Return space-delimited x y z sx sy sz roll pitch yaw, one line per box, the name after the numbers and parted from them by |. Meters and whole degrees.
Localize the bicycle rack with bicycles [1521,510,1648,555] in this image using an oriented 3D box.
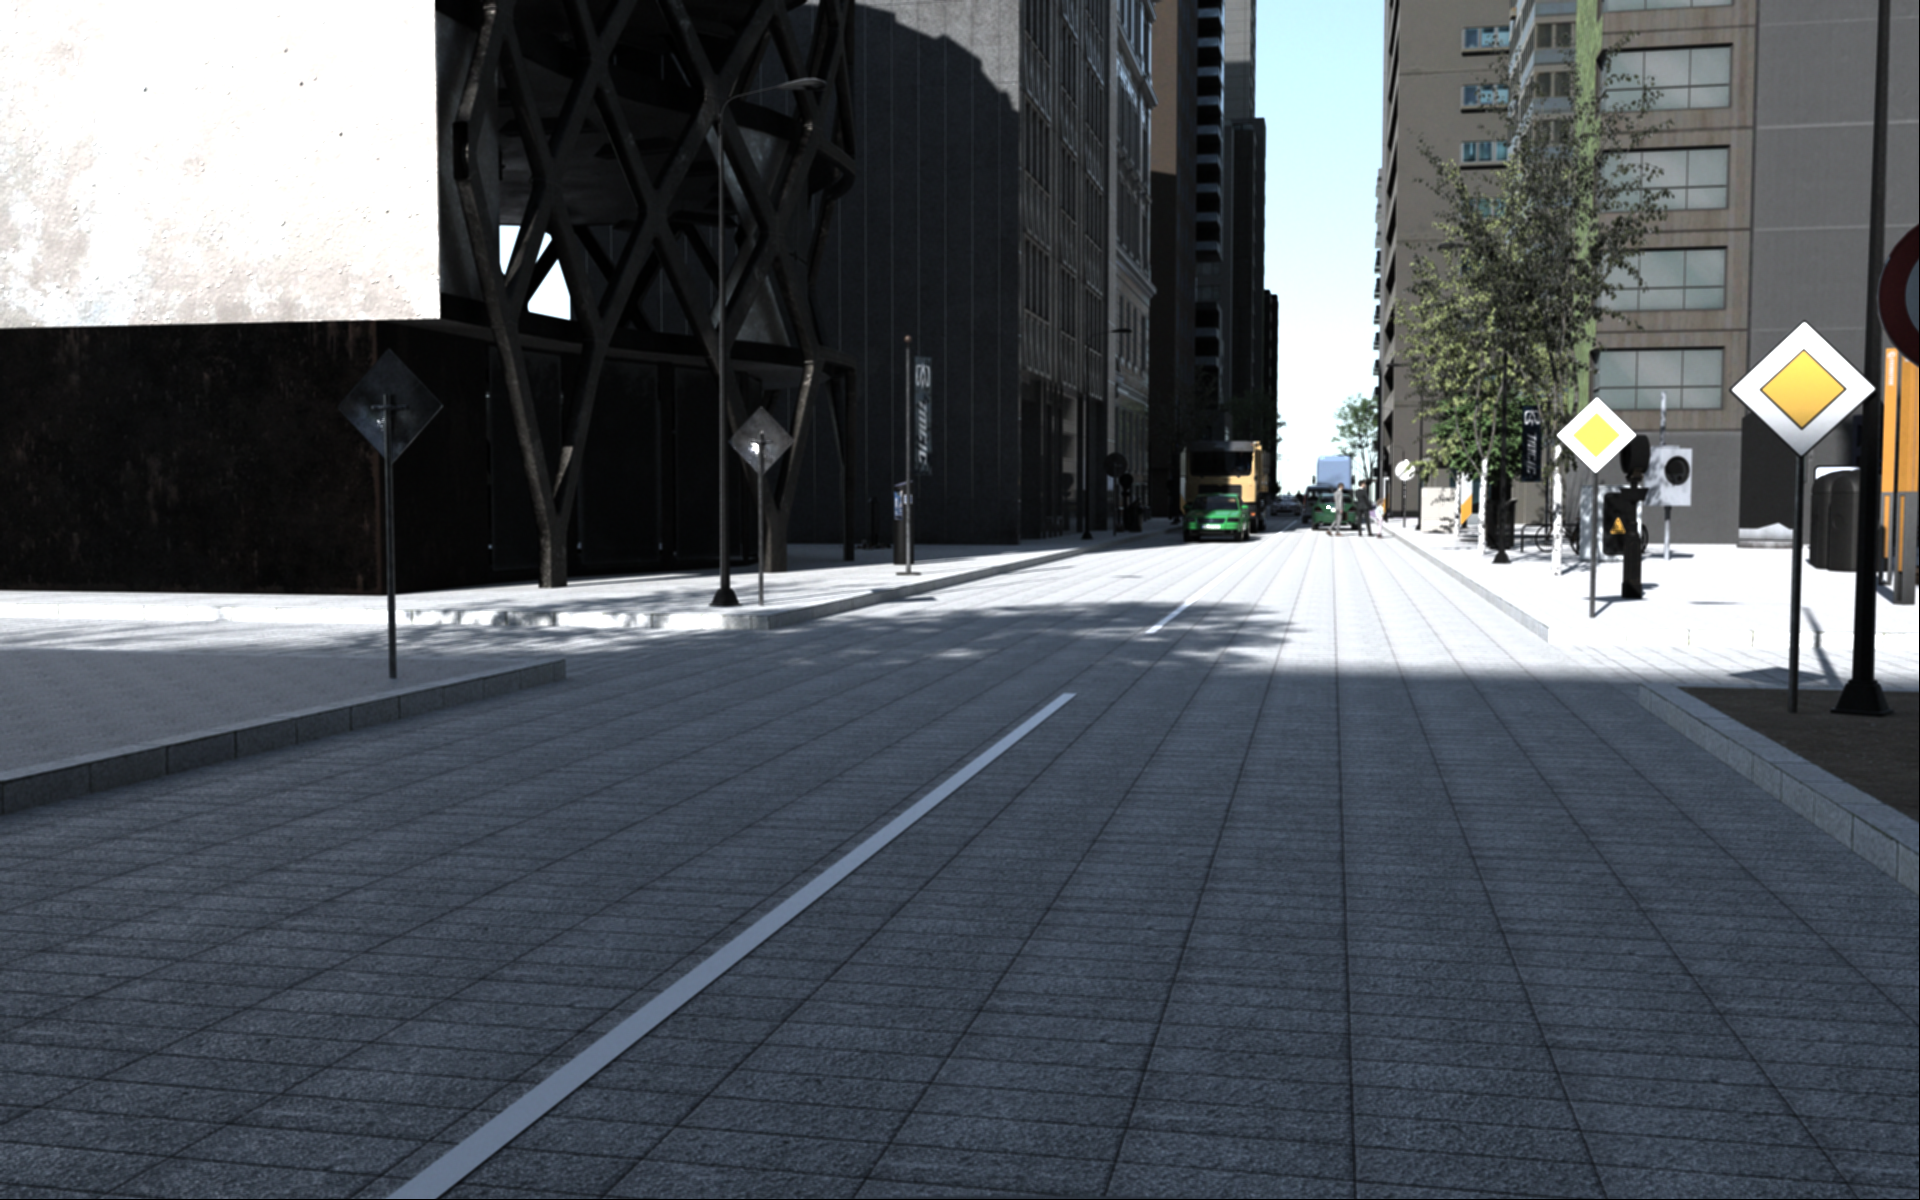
13.724 -1.480 37.588 2.925 0.926 2.852 -1 4 -20 | bicycle rack with bicycles

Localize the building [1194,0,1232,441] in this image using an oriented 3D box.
12.487 -51.037 147.120 22.319 86.520 31.000 1 4 12 | building

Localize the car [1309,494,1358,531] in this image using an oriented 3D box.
15.095 -3.541 69.686 2.131 1.459 4.920 1 4 12 | car

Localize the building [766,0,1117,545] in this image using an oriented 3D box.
-2.334 -14.416 53.718 12.078 24.808 19.932 1 4 12 | building

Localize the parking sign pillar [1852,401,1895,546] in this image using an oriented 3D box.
22.195 -3.286 42.204 1.447 3.967 1.447 1 4 9 | parking sign pillar

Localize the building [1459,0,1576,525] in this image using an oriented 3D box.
37.327 -23.465 75.529 32.217 40.220 23.993 1 4 12 | building

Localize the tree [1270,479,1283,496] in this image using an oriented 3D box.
40.537 -13.914 222.087 1.663 3.219 1.824 0 3 0 | tree

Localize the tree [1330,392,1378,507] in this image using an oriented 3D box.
41.273 -15.224 174.670 9.928 11.665 9.643 0 3 0 | tree

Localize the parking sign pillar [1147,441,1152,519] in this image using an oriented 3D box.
8.973 -6.062 87.590 1.447 3.967 1.447 -1 4 -20 | parking sign pillar

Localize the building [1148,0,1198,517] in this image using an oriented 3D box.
6.403 -27.611 101.546 14.600 45.320 14.200 1 4 12 | building

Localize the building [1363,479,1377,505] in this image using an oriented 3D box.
63.638 -31.164 201.405 32.217 40.220 23.993 1 4 12 | building

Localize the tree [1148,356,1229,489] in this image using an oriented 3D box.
12.087 -8.652 91.823 4.360 8.622 3.978 0 3 0 | tree

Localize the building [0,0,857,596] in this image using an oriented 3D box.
-10.596 -9.973 30.504 16.820 18.784 16.811 1 4 12 | building

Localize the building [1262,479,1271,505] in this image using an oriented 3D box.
20.368 -31.362 204.656 32.217 40.220 23.993 1 4 12 | building

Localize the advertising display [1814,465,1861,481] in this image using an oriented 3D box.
19.672 -2.056 38.835 0.974 1.923 0.123 2 4 33 | advertising display

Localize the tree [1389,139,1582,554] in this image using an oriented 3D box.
11.166 -5.294 36.916 4.737 8.622 4.395 0 3 0 | tree

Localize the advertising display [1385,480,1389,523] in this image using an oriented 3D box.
19.325 -4.476 78.402 0.123 1.923 0.974 1 4 14 | advertising display

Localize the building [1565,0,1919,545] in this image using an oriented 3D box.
24.644 -22.338 48.820 14.154 41.232 14.086 1 4 12 | building

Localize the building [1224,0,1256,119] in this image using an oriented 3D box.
29.871 -48.113 224.896 20.563 71.187 20.611 1 4 12 | building

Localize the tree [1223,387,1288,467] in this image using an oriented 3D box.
27.933 -14.822 168.092 9.928 11.665 9.643 0 3 0 | tree

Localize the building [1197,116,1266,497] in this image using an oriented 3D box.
24.981 -30.619 184.207 14.154 41.232 14.086 1 4 12 | building

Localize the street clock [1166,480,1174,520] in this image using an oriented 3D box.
10.582 -5.041 86.993 0.471 2.002 0.358 1 4 13 | street clock

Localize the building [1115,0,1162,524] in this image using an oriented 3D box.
0.906 -17.581 73.346 13.634 28.700 20.117 1 4 12 | building

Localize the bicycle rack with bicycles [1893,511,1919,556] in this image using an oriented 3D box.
20.177 -1.442 36.954 2.925 0.926 2.852 -1 4 -11 | bicycle rack with bicycles

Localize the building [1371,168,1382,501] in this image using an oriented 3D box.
66.049 -37.236 228.409 23.786 49.044 30.456 1 4 12 | building

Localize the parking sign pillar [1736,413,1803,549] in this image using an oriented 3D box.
19.347 -3.230 41.277 1.447 3.967 1.447 -3 5 -44 | parking sign pillar

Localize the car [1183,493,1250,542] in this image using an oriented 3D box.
7.854 -2.694 52.845 1.959 1.807 4.718 1 4 13 | car

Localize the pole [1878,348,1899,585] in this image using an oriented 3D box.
13.041 -1.864 24.316 0.158 3.312 0.155 0 3 0 | pole

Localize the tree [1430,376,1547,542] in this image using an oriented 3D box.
14.521 -3.896 47.415 4.285 4.588 4.351 0 3 0 | tree

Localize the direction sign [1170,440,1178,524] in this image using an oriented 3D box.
9.065 -4.960 73.097 0.379 3.537 0.876 2 4 24 | direction sign

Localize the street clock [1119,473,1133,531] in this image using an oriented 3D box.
5.795 -3.421 60.509 0.471 2.002 0.358 0 4 -7 | street clock

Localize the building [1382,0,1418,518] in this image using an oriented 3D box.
36.264 -29.215 101.372 21.300 48.544 21.600 1 4 12 | building

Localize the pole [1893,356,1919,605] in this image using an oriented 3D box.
10.966 -1.601 20.018 0.158 3.312 0.155 0 3 0 | pole

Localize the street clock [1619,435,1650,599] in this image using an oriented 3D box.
8.280 -1.023 21.295 0.358 2.002 0.471 0 4 5 | street clock

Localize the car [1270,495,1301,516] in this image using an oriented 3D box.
21.921 -6.369 116.492 2.083 1.381 4.827 1 4 14 | car

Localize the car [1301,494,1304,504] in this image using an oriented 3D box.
44.259 -12.958 223.867 2.014 1.417 4.499 1 4 10 | car

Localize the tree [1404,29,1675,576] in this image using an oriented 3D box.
9.163 -4.688 27.004 4.360 8.622 3.978 0 3 0 | tree

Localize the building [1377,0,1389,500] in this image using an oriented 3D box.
46.671 -37.026 147.375 21.231 58.520 28.212 1 4 12 | building

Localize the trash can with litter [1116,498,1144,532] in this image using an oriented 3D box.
5.680 -2.875 58.393 1.055 1.170 0.624 0 4 6 | trash can with litter

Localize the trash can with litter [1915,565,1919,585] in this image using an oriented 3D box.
13.819 -0.788 24.276 0.624 1.170 1.055 -2 4 -34 | trash can with litter

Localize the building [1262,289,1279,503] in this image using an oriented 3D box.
37.105 -28.784 242.313 14.160 30.474 14.107 1 4 12 | building
